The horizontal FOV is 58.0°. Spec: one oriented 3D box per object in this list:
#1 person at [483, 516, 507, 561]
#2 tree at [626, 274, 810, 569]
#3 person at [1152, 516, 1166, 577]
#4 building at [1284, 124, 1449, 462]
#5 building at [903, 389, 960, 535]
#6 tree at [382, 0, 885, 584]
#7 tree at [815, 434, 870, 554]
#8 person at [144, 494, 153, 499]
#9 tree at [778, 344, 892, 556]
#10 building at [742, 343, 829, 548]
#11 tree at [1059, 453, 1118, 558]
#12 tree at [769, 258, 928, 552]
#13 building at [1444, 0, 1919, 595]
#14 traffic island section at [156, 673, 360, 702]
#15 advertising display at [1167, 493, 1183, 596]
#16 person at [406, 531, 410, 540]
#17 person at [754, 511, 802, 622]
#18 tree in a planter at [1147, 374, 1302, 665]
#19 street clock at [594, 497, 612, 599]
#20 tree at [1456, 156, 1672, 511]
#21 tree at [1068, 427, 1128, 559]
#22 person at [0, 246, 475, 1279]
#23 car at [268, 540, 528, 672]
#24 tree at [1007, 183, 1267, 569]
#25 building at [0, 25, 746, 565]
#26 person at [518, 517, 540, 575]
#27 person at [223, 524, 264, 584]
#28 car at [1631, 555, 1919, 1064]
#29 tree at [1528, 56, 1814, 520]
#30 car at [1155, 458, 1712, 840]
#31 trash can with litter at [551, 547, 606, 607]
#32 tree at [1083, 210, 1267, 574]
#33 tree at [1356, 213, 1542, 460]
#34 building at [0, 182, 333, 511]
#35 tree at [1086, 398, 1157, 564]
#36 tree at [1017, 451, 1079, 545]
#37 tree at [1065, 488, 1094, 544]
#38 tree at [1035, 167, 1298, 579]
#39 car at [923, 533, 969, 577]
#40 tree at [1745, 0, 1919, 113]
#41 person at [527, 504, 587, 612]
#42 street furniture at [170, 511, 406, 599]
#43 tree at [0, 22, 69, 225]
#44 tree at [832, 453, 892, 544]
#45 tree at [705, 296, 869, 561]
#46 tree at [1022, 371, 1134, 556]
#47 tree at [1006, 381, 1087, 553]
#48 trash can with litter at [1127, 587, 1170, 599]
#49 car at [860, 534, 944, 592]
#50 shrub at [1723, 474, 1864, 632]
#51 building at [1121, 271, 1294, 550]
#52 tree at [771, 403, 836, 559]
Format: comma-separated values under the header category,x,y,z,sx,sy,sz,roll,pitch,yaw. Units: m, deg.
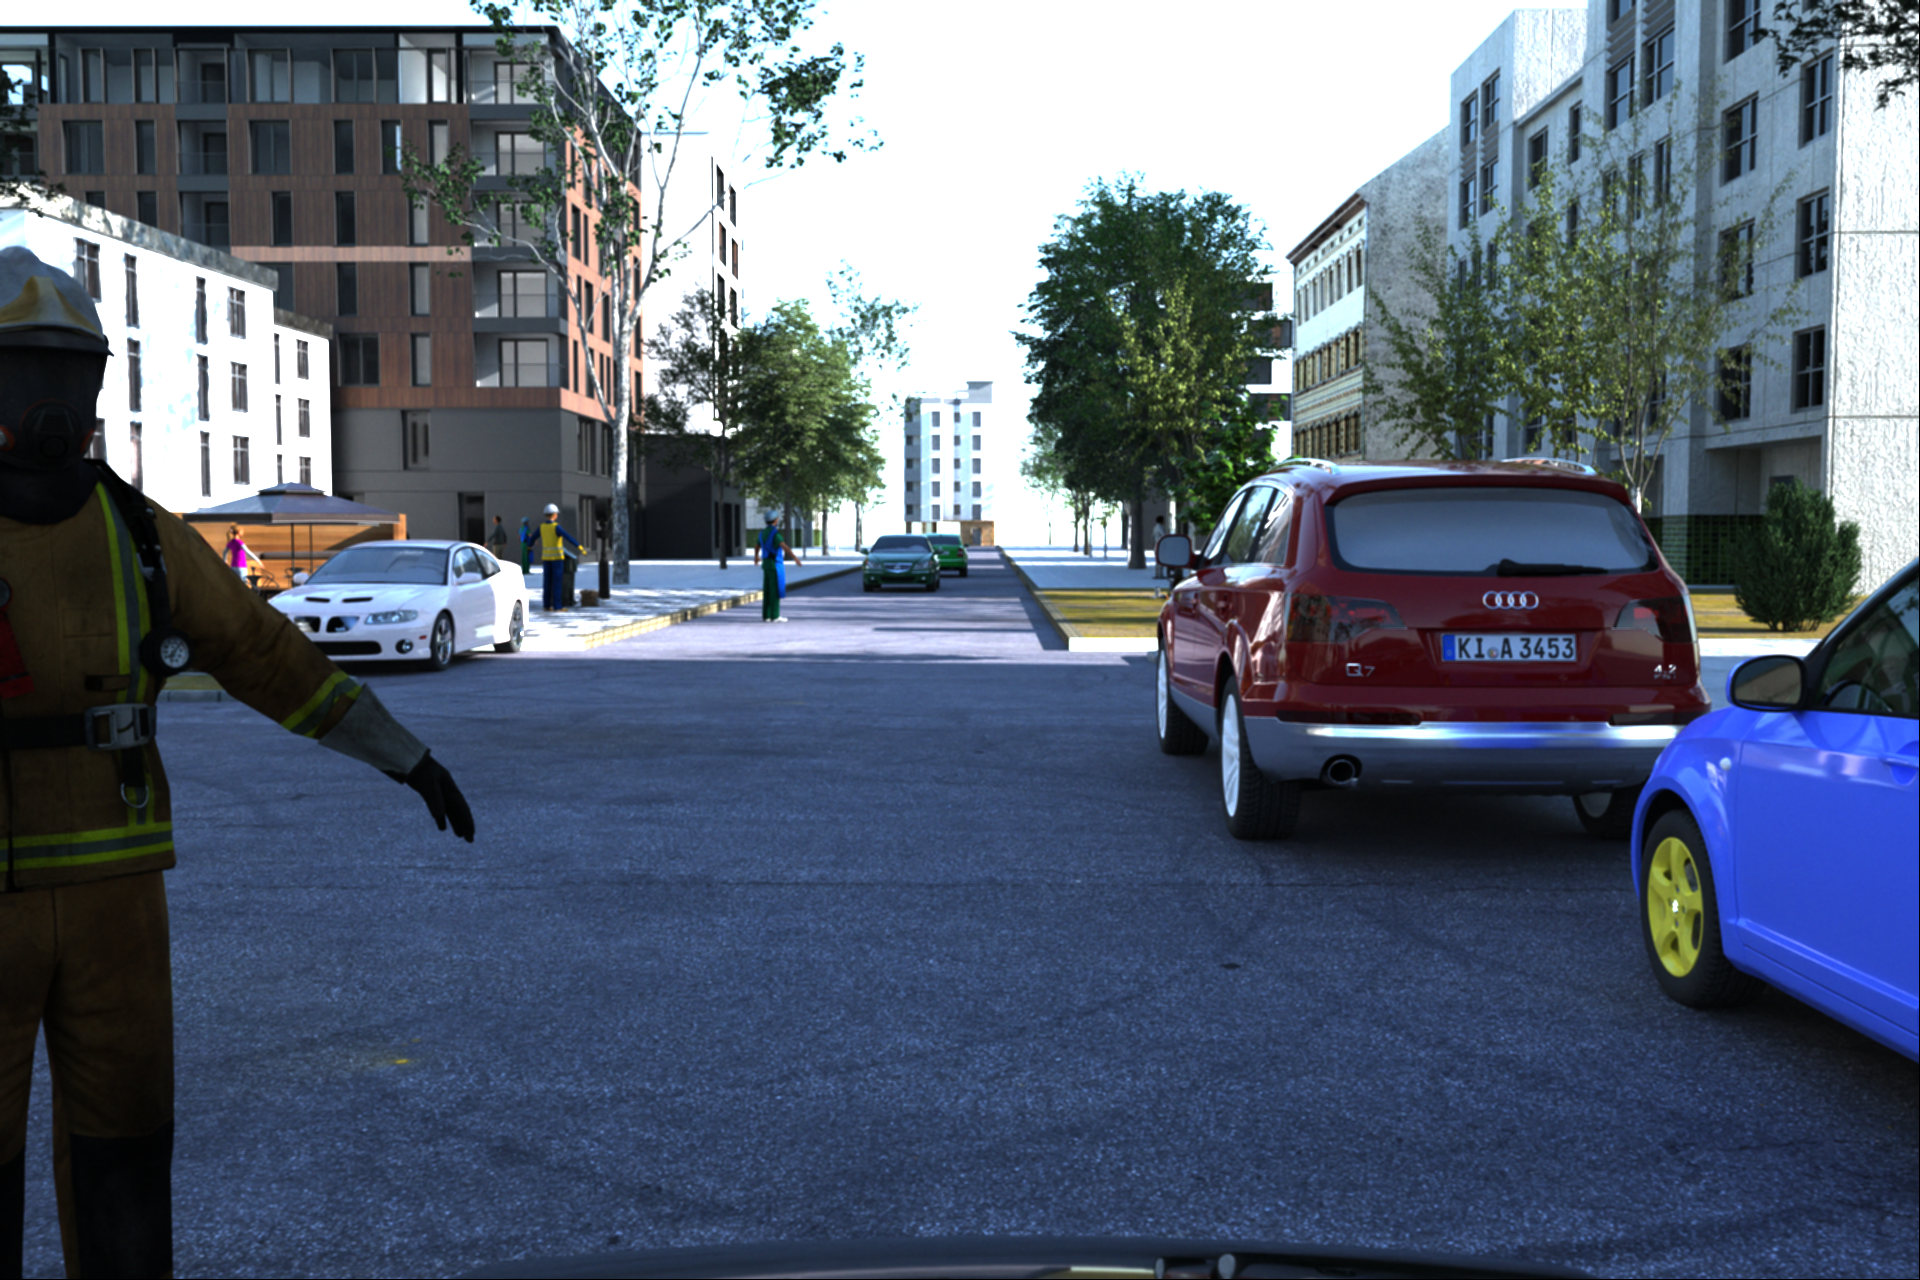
category,x,y,z,sx,sy,sz,roll,pitch,yaw
person,-13.117,-2.618,49.080,0.705,1.796,1.348,1,4,10
tree,-8.979,-7.873,63.142,7.601,10.594,8.767,-3,4,-38
person,5.779,-2.666,49.781,0.705,1.806,1.347,-1,4,-16
building,27.226,-15.546,85.112,19.493,23.208,18.063,0,4,1
building,-6.759,-21.945,217.674,11.380,20.090,16.016,0,4,5
tree,-8.337,-11.575,45.148,12.611,20.169,13.585,0,3,0
tree,-8.047,-9.848,111.385,4.360,8.622,3.978,0,3,0
person,-11.417,-1.127,24.279,0.705,1.847,1.347,0,4,7
tree,-7.929,-11.289,102.705,7.486,12.596,7.792,0,3,0
building,-23.161,-18.756,173.118,16.747,18.905,31.486,0,4,2
tree,7.267,-8.836,94.832,4.737,8.622,4.395,0,3,0
tree,-8.290,-16.271,121.912,12.611,20.169,13.585,0,3,0
building,26.833,-11.301,51.225,16.747,18.905,31.486,0,4,1
traffic island section,-6.642,0.432,15.802,1.991,0.108,1.994,0,4,1
advertising display,3.147,-1.231,25.334,0.123,1.923,0.974,0,4,1
person,-17.962,-3.026,55.407,0.705,1.837,1.347,1,4,17
person,-3.046,-1.209,28.346,0.704,1.817,1.347,-3,4,-38
tree in a planter,3.134,-1.356,19.389,1.991,3.239,1.994,0,3,0
street clock,-7.019,-1.807,34.109,0.358,2.002,0.471,0,4,0
tree,11.839,-5.100,33.746,4.737,8.622,4.395,0,3,0
tree,7.457,-8.422,88.066,4.360,8.622,3.978,0,3,0
person,-1.390,0.343,2.612,0.705,1.858,1.354,3,5,44
car,-6.276,-0.441,19.580,2.083,1.381,4.827,0,4,1
tree,6.607,-9.586,63.391,9.857,13.997,8.962,0,3,0
building,-26.667,-14.819,86.271,27.936,21.610,32.646,0,3,0
person,-13.609,-2.957,54.470,0.704,1.817,1.347,-3,4,-39
person,-10.959,-1.050,26.436,0.991,1.433,0.599,2,4,34
car,2.985,0.332,4.159,1.945,1.707,3.694,0,4,1
tree,10.623,-4.730,27.706,4.360,8.622,3.978,0,3,0
car,2.293,-0.060,9.654,2.281,1.827,5.304,0,4,1
trash can with litter,-6.832,-1.183,30.721,1.055,1.170,0.624,0,4,2
tree,4.984,-5.396,38.593,4.737,8.622,4.395,0,3,0
tree,11.226,-5.427,39.093,4.737,8.622,4.395,0,3,0
building,-26.336,-6.941,55.633,9.099,9.664,28.070,0,4,2
tree,7.134,-7.505,73.064,4.737,8.622,4.395,0,3,0
tree,10.903,-17.472,211.415,9.928,11.665,9.643,0,3,0
tree,15.284,-16.394,218.396,4.737,8.622,4.395,0,3,0
tree,6.006,-7.559,49.353,9.928,11.665,9.643,0,3,0
car,-0.647,-3.062,58.862,1.959,1.807,4.718,0,4,0
tree,8.924,-4.657,10.560,7.601,10.594,8.767,-2,4,-25
person,-6.700,-1.359,28.691,1.216,1.772,0.721,2,4,26
street furniture,-15.685,-1.887,37.702,11.010,1.723,9.812,-1,4,-13
tree,-12.619,-5.006,16.263,8.767,10.594,7.601,0,4,-7
tree,-12.331,-17.610,213.678,9.928,11.665,9.643,0,3,0
tree,-8.192,-10.055,82.528,7.486,12.596,7.792,0,3,0
tree,7.579,-10.893,103.862,9.928,11.665,9.643,0,3,0
tree,8.249,-12.865,120.719,12.009,13.543,11.850,0,3,0
trash can with litter,4.196,-1.407,34.066,1.678,1.210,2.233,0,4,0
car,-1.468,-1.999,44.483,2.131,1.459,4.920,0,4,1
shrub,11.028,-1.155,22.923,1.661,2.075,1.752,0,3,0
building,27.899,-18.784,151.087,27.936,21.610,32.646,0,4,1
tree,-8.185,-8.561,90.340,4.737,8.622,4.395,0,3,0
